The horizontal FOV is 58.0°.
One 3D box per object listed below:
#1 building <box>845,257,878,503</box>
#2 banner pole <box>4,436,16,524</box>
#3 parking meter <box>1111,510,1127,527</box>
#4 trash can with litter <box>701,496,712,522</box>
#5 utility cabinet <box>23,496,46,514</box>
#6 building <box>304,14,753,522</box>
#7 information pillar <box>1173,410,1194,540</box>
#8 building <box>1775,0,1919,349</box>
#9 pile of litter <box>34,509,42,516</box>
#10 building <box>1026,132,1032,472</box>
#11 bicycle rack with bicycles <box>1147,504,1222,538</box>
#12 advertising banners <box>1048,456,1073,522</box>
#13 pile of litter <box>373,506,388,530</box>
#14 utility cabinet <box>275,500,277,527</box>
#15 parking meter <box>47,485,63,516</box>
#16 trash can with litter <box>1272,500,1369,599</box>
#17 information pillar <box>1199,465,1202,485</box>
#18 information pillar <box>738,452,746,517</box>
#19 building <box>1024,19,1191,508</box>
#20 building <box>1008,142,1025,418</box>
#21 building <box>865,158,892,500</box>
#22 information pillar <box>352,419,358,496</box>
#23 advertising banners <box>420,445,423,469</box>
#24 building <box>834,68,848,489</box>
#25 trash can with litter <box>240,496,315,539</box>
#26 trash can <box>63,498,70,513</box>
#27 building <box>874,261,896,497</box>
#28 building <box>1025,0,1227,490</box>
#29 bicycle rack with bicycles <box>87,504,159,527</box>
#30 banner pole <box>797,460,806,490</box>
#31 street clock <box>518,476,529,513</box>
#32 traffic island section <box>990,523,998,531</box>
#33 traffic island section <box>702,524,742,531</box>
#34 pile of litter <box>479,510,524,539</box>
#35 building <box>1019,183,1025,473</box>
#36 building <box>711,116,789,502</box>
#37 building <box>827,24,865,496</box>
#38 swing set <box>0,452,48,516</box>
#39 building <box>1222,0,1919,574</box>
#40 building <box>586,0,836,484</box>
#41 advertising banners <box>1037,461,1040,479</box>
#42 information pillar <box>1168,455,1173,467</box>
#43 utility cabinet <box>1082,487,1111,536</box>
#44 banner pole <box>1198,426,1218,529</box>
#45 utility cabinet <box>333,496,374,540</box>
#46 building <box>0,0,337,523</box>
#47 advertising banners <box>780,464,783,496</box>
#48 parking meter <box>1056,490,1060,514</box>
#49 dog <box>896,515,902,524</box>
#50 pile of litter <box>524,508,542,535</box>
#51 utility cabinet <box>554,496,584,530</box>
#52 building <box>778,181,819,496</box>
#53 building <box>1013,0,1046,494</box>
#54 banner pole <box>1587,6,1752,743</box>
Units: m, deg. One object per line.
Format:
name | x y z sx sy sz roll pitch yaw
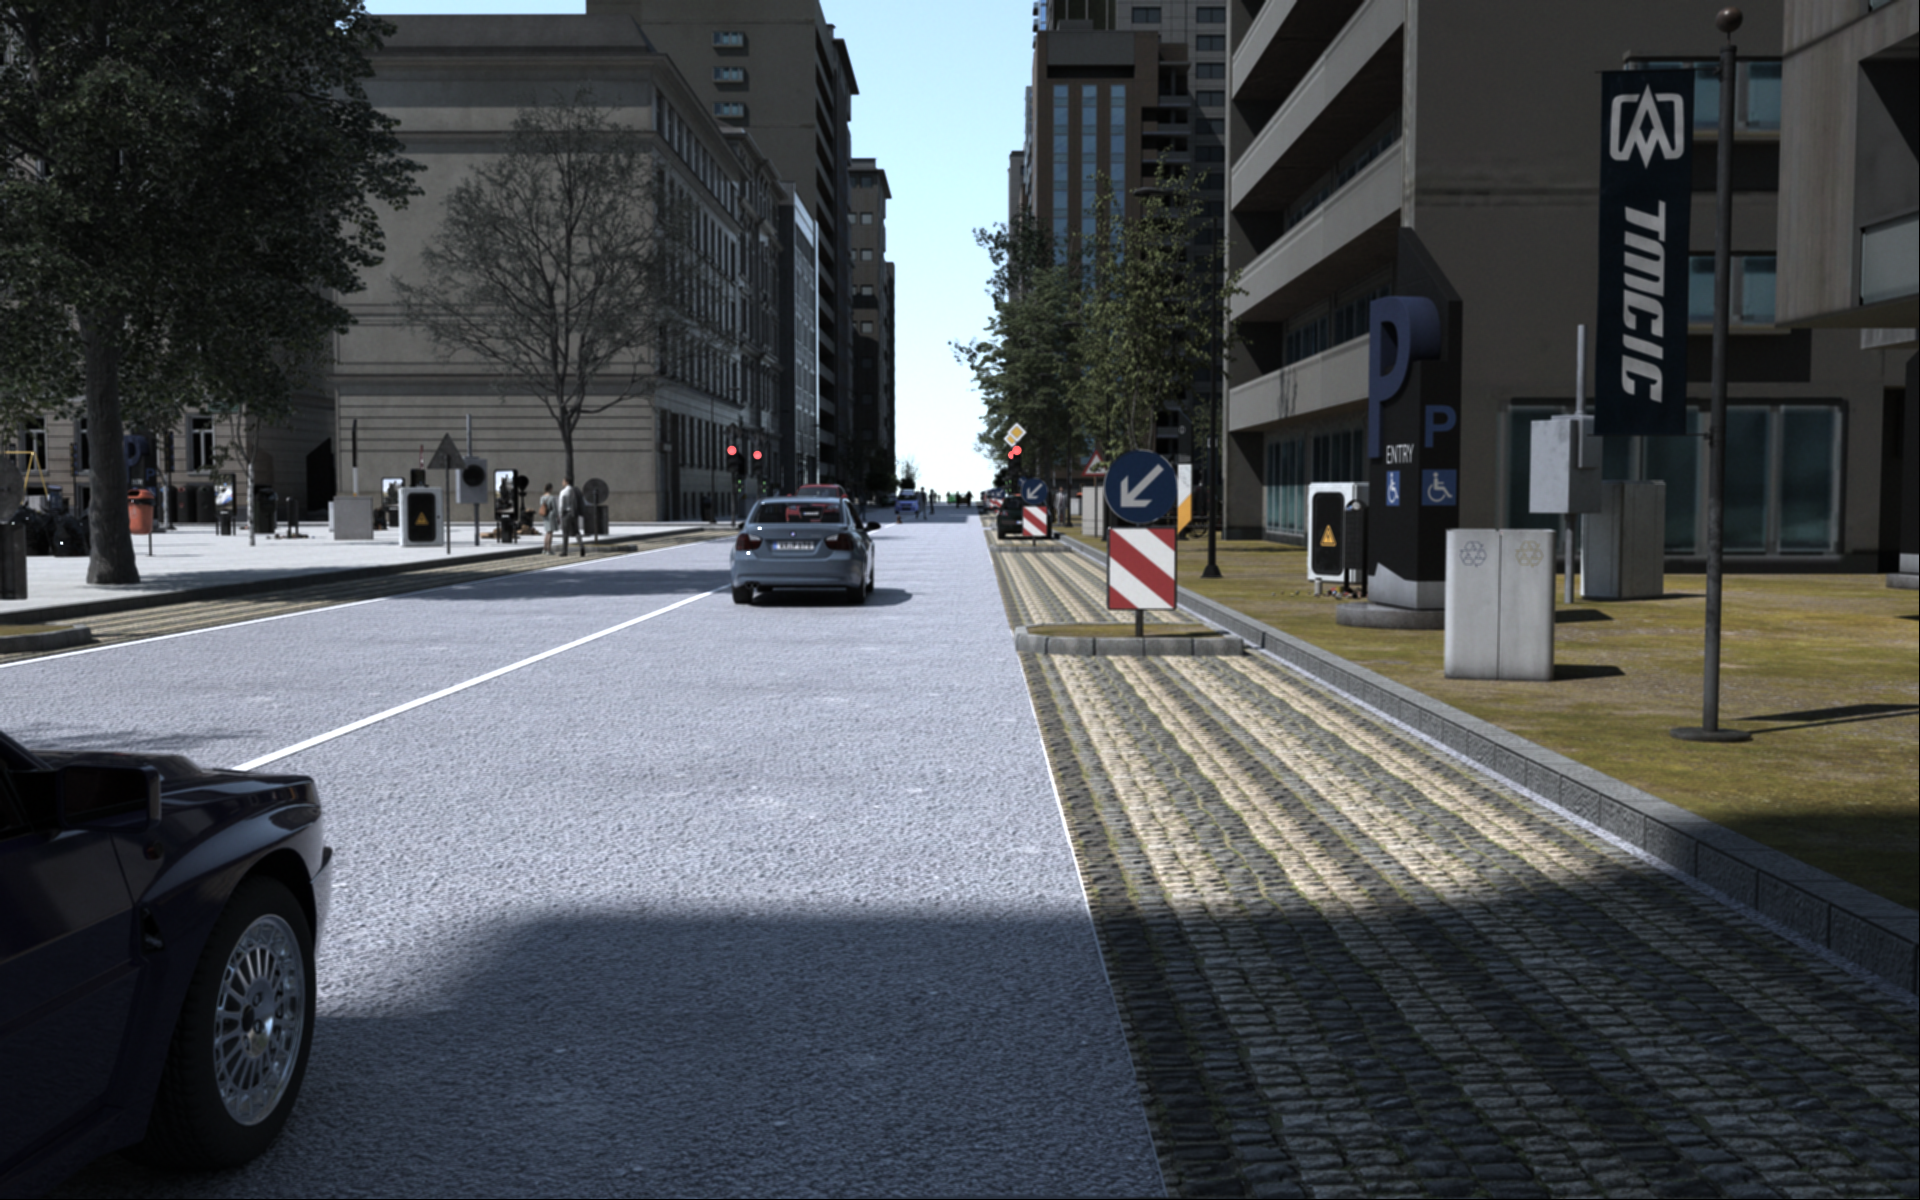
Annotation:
building | -28.083 -34.059 248.749 32.217 40.220 23.993 0 4 0
banner pole | -41.308 -5.221 75.379 0.401 3.779 0.863 0 4 7
parking meter | 4.145 -2.420 45.275 0.399 1.863 0.255 -3 4 -39
trash can with litter | -11.777 -4.263 81.083 0.624 1.170 1.055 -1 4 -19
utility cabinet | -40.459 -3.947 75.690 1.020 1.237 0.306 1 4 19
building | -20.880 -15.823 91.987 16.112 22.955 30.059 0 4 0
information pillar | 6.233 -3.462 47.962 0.504 3.616 0.183 3 5 45
building | 14.066 -20.036 11.189 14.154 41.232 14.086 0 4 0
pile of litter | -26.677 -2.185 49.686 1.719 0.858 1.176 -2 4 -35
building | 19.264 -36.023 208.587 23.786 49.044 30.456 0 4 0
bicycle rack with bicycles | 6.618 -2.318 51.278 2.925 0.926 2.852 1 4 23
advertising banners | 4.595 -5.056 78.854 0.090 3.025 2.074 2 4 35
pile of litter | -20.989 -2.929 61.849 1.176 0.858 1.719 0 4 -4
utility cabinet | -27.434 -3.483 68.105 1.020 1.237 0.306 -3 5 -45
parking meter | -25.043 -2.418 47.950 0.372 1.533 0.369 0 3 0
trash can with litter | 4.953 -0.628 21.328 1.678 1.210 2.233 -1 4 -13
information pillar | 19.191 -8.943 137.578 0.183 3.616 0.504 -3 5 -39
information pillar | -11.968 -6.337 94.969 0.504 3.616 0.183 1 4 23
building | 13.965 -31.519 165.452 14.600 45.320 14.200 0 4 0
building | 18.689 -46.079 295.385 21.231 58.520 28.212 0 4 0
building | -25.614 -41.907 274.411 28.713 52.752 27.495 0 4 0
information pillar | -18.767 -3.818 53.787 0.183 3.616 0.504 -1 4 -12
advertising banners | -18.781 -3.957 60.887 0.090 3.025 2.074 -2 4 -25
building | -19.088 -32.383 179.572 14.600 45.320 14.200 0 4 0
trash can with litter | -19.547 -2.386 50.071 1.678 1.210 2.233 0 4 2
trash can | -35.088 -3.418 67.542 0.748 1.137 0.748 0 3 0
building | -18.402 -37.490 296.561 14.154 41.232 14.086 0 4 0
building | 17.404 -45.490 182.009 20.563 71.187 20.611 0 4 0
bicycle rack with bicycles | -28.815 -2.839 59.807 2.852 0.926 2.925 -2 4 -24
banner pole | -11.437 -8.305 125.803 0.863 3.779 0.401 -1 4 -17
street clock | -17.079 -3.856 67.623 0.471 2.002 0.358 0 4 -7
traffic island section | 2.239 -2.786 67.827 2.009 0.180 2.903 0 4 0
traffic island section | -8.902 -2.791 67.917 2.009 0.180 2.903 0 4 0
pile of litter | -13.326 -2.211 50.111 1.176 0.858 1.719 -1 4 -13
building | 15.343 -36.263 243.009 14.600 45.320 14.200 0 4 0
building | -19.829 -20.285 119.052 14.401 28.519 23.554 0 4 0
building | -26.644 -37.368 200.212 28.713 52.752 27.495 0 4 0
swing set | -35.690 -4.059 63.980 3.119 2.851 2.862 0 3 0
building | 17.938 -25.262 36.731 21.300 48.544 21.600 0 4 0
building | -23.103 -32.873 161.167 21.300 48.544 21.600 0 4 0
advertising banners | 4.433 -5.940 93.303 0.090 3.025 2.074 1 4 20
information pillar | 12.045 -6.564 98.676 0.183 3.616 0.504 -3 4 -39
utility cabinet | 4.153 -2.684 52.563 0.318 1.500 1.173 -2 4 -29
banner pole | 9.162 -4.519 63.909 0.863 3.779 0.401 3 4 38
utility cabinet | -16.971 -2.282 48.476 1.020 1.237 0.306 -1 4 -14
building | -41.731 -18.202 83.502 20.117 28.700 13.634 0 4 0
advertising banners | -10.540 -6.445 101.571 0.090 3.025 2.074 0 4 4
parking meter | 6.376 -6.308 111.549 0.372 1.533 0.369 0 3 0
dog | -3.028 -3.911 84.131 0.550 0.427 0.748 2 4 29
pile of litter | -13.730 -2.463 54.232 1.176 0.858 1.719 -3 4 -39
utility cabinet | -14.030 -3.124 62.242 1.020 1.237 0.306 0 4 -3
building | -18.397 -19.756 141.028 12.078 24.808 19.932 0 4 0
building | 18.788 -58.207 264.348 22.319 86.520 31.000 0 4 0
banner pole | 3.724 -1.163 9.040 0.863 3.779 0.401 0 4 7
